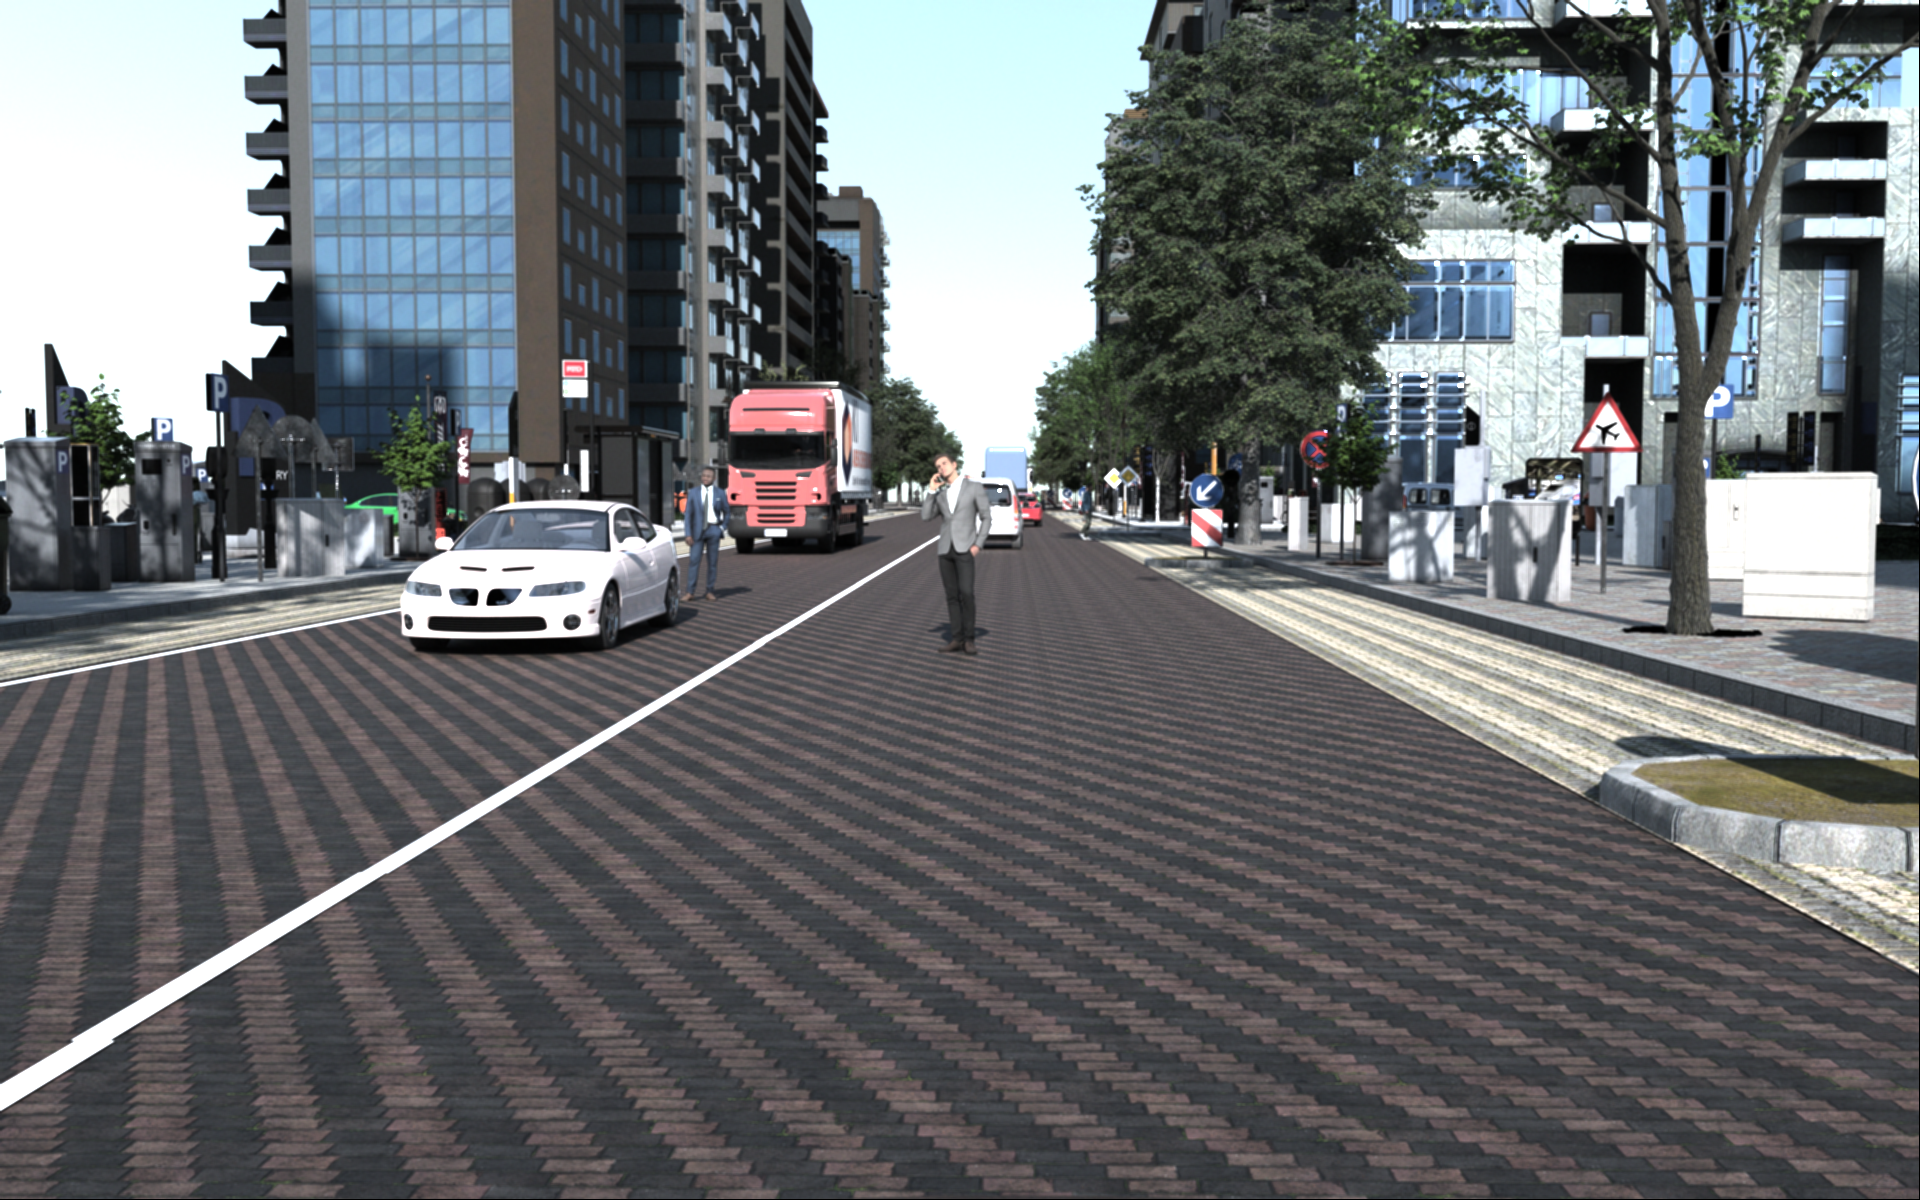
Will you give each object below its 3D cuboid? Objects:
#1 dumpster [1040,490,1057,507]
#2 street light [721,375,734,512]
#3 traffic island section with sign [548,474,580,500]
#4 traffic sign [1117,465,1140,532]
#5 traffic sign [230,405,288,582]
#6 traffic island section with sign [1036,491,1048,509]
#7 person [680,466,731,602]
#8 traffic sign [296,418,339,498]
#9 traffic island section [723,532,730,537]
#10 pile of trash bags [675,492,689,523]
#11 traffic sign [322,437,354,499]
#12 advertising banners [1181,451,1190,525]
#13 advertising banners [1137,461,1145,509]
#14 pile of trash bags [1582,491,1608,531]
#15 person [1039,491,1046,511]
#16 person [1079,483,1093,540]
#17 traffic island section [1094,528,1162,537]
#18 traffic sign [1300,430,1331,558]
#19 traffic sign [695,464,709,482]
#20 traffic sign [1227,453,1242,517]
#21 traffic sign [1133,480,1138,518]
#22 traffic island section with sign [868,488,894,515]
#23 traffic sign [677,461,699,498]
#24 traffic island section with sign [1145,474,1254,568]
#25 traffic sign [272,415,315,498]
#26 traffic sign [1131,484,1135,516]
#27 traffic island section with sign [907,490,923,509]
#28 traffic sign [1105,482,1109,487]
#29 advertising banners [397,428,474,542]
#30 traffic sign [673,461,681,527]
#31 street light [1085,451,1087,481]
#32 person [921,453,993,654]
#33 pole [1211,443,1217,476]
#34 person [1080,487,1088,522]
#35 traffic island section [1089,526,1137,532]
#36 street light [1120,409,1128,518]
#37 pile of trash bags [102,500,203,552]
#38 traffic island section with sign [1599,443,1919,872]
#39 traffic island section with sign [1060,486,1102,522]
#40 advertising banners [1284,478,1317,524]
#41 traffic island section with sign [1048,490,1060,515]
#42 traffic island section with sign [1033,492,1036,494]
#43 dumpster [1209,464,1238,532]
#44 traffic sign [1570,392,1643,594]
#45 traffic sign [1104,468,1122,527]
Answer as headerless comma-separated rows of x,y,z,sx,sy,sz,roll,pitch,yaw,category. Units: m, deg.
9.278,-10.553,180.755,1.865,1.857,1.264,0,4,3,dumpster
-8.970,-5.800,67.612,0.468,5.910,1.993,0,4,2,street light
-7.932,-1.571,34.322,1.989,1.847,2.006,0,4,2,traffic island section with sign
5.725,-3.386,59.005,0.795,2.450,0.064,0,4,2,traffic sign
-10.245,-1.547,25.294,0.884,2.594,0.081,0,4,7,traffic sign
8.537,-9.632,166.104,1.989,1.847,2.006,0,4,2,traffic island section with sign
-3.436,-0.893,23.278,0.721,1.800,0.419,-1,4,-16,person
-10.985,-1.802,29.471,0.884,2.594,0.081,1,4,10,traffic sign
-7.187,-2.274,59.463,2.009,0.180,2.903,0,4,2,traffic island section
-13.454,-4.069,76.277,3.447,1.369,1.912,-2,4,-31,pile of trash bags
-11.206,-1.778,31.195,0.606,2.300,0.079,0,4,8,traffic sign
9.418,-4.633,71.940,0.090,3.025,2.074,1,4,21,advertising banners
9.911,-5.838,91.641,0.090,3.025,2.074,-2,4,-26,advertising banners
15.852,-1.807,39.289,3.447,1.369,1.912,0,4,1,pile of trash bags
7.105,-8.518,148.493,0.721,1.735,1.217,-2,4,-24,person
3.953,-2.759,53.951,0.444,1.785,0.601,2,4,34,person
5.748,-2.251,59.082,2.009,0.180,2.903,0,4,2,traffic island section
7.182,-2.112,34.641,0.768,2.556,0.104,1,4,11,traffic sign
-11.010,-4.538,74.304,0.768,2.556,0.104,0,4,8,traffic sign
8.634,-3.266,53.499,0.768,2.556,0.104,0,4,3,traffic sign
9.463,-5.680,92.977,0.768,2.556,0.104,0,4,6,traffic sign
-5.510,-6.639,117.175,1.989,1.847,2.006,0,4,2,traffic island section with sign
-10.712,-4.167,68.127,0.884,2.594,0.081,0,4,7,traffic sign
4.703,-1.576,34.397,1.989,1.847,2.006,0,4,2,traffic island section with sign
-10.769,-1.702,27.936,0.768,2.556,0.104,0,4,5,traffic sign
9.905,-6.090,99.685,0.768,2.556,0.104,0,4,6,traffic sign
-4.072,-9.649,166.384,1.989,1.847,2.006,0,4,2,traffic island section with sign
11.921,-8.416,137.608,0.884,2.594,0.081,1,4,10,traffic sign
-13.784,-3.021,45.586,2.074,3.025,0.090,-3,4,-36,advertising banners
-11.304,-4.184,68.409,0.884,2.594,0.081,0,4,5,traffic sign
10.225,-10.301,141.212,0.468,5.910,1.993,0,4,2,street light
-0.028,-0.427,15.664,0.592,1.802,0.473,3,5,43,person
9.897,-4.507,67.529,0.158,3.312,0.155,0,3,0,pole
6.354,-4.812,87.269,0.391,1.810,0.635,2,4,34,person
5.981,-2.739,67.063,2.009,0.180,2.903,0,4,2,traffic island section
8.731,-7.315,92.389,0.468,5.910,1.993,0,4,2,street light
-17.878,-1.649,36.712,1.912,1.369,3.447,1,4,16,pile of trash bags
3.919,0.072,7.453,1.989,1.847,2.006,0,4,2,traffic island section with sign
6.292,-4.928,89.204,1.989,1.847,2.006,0,4,2,traffic island section with sign
14.378,-4.676,72.636,0.090,3.025,2.074,-2,4,-33,advertising banners
7.111,-6.623,116.907,1.989,1.847,2.006,0,4,2,traffic island section with sign
9.332,-11.280,193.047,1.989,1.847,2.006,0,4,2,traffic island section with sign
8.831,-3.326,56.871,1.502,2.255,1.985,0,4,2,dumpster
8.255,-1.355,22.160,0.884,2.594,0.081,1,4,9,traffic sign
5.958,-3.874,66.987,0.795,2.450,0.064,0,4,2,traffic sign
